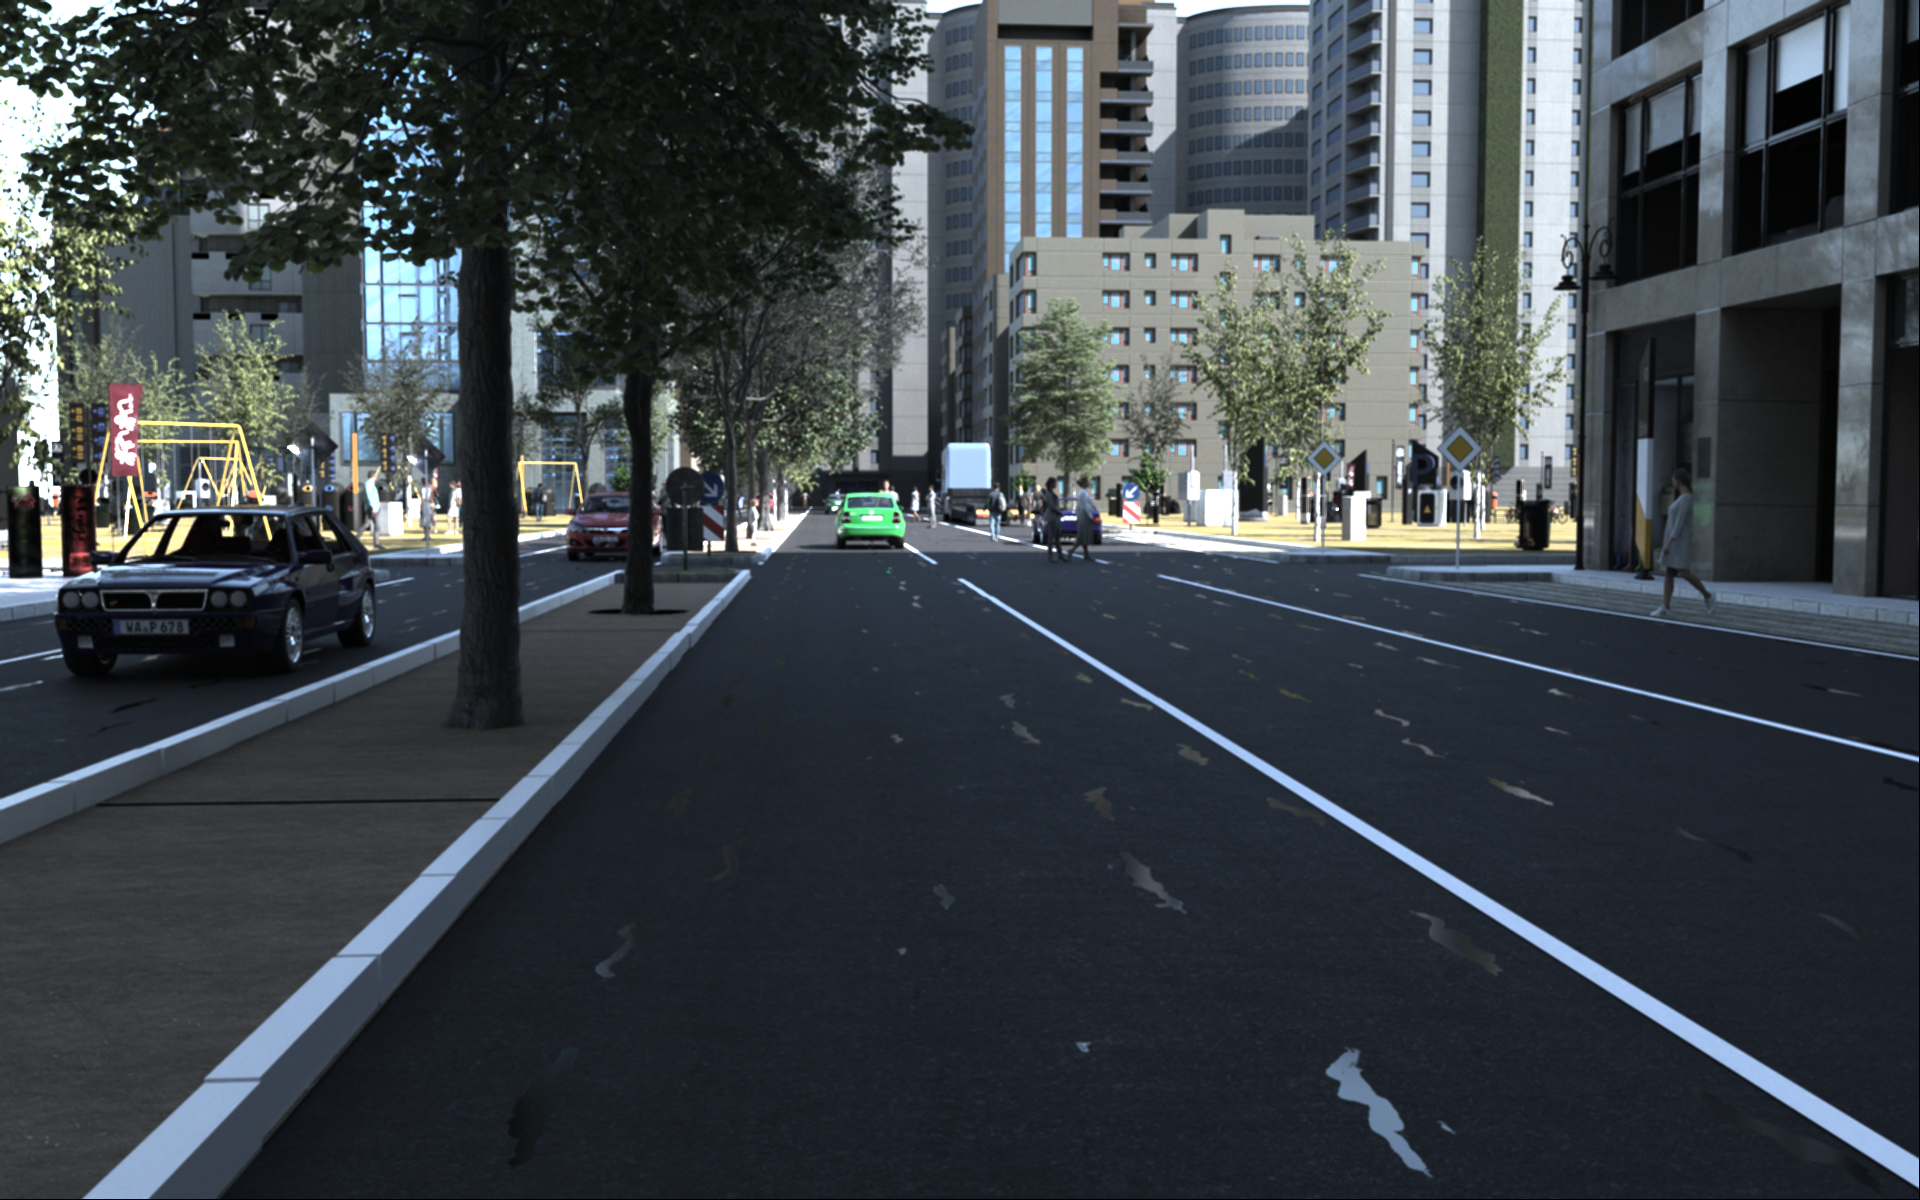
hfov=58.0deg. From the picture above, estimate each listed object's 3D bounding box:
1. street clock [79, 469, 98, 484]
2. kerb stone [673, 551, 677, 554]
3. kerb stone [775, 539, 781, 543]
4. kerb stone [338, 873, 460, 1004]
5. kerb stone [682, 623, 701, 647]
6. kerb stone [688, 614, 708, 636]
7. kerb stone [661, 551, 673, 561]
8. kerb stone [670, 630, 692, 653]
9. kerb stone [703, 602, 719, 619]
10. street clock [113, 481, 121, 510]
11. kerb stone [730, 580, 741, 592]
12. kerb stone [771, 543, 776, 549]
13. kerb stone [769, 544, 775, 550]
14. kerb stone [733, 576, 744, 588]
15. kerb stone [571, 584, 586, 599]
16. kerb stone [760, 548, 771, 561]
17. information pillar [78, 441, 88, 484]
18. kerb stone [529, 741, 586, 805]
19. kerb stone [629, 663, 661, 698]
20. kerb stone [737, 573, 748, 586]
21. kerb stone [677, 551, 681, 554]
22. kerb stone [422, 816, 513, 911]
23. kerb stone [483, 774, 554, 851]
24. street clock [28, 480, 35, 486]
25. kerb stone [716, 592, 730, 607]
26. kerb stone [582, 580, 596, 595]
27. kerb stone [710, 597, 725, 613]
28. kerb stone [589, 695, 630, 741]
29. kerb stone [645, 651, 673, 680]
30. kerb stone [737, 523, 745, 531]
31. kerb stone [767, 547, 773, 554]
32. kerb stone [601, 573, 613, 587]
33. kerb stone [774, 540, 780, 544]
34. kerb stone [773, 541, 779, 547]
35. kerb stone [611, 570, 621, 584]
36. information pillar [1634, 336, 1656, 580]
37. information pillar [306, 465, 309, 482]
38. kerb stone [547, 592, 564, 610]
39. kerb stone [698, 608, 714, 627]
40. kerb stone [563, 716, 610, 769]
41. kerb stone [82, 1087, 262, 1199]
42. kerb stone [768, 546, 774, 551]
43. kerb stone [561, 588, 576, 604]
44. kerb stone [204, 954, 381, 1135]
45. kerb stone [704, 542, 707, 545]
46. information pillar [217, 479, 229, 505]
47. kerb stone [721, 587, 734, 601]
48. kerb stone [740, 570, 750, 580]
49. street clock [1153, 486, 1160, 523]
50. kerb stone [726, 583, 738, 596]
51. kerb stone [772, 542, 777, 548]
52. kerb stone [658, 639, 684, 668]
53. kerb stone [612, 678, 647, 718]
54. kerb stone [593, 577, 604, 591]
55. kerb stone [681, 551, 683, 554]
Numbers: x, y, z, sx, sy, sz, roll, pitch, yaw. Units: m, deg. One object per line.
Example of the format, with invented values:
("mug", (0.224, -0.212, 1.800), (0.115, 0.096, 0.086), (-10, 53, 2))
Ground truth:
("street clock", (-24.745, -2.730, 49.209), (0.471, 2.002, 0.358), (-2, 4, -32))
("kerb stone", (-6.432, -0.992, 38.410), (0.120, 0.150, 1.000), (0, 4, -4))
("kerb stone", (-4.982, -1.500, 46.755), (0.120, 0.150, 1.000), (0, 4, -4))
("kerb stone", (-1.714, 1.032, 5.324), (0.120, 0.150, 1.000), (0, 4, -4))
("kerb stone", (-2.595, 0.352, 16.570), (0.120, 0.150, 1.000), (0, 4, -4))
("kerb stone", (-2.683, 0.282, 17.593), (0.120, 0.150, 1.000), (0, 4, -4))
("kerb stone", (-6.355, -0.922, 37.391), (0.120, 0.150, 1.000), (0, 4, -4))
("kerb stone", (-2.532, 0.407, 15.541), (0.120, 0.150, 1.000), (0, 4, -4))
("kerb stone", (-2.851, 0.161, 19.634), (0.120, 0.150, 1.000), (0, 4, -4))
("street clock", (-46.769, -5.593, 96.015), (0.471, 2.002, 0.358), (0, 4, -2))
("kerb stone", (-3.250, -0.151, 24.744), (0.120, 0.150, 1.000), (0, 4, -4))
("kerb stone", (-4.669, -1.252, 42.666), (0.120, 0.150, 1.000), (0, 4, -4))
("kerb stone", (-4.581, -1.189, 41.642), (0.120, 0.150, 1.000), (0, 4, -4))
("kerb stone", (-3.328, -0.218, 25.763), (0.120, 0.150, 1.000), (0, 4, -4))
("kerb stone", (-5.263, -0.085, 23.592), (0.120, 0.150, 1.000), (0, 4, -4))
("kerb stone", (-4.340, -1.001, 38.574), (0.120, 0.150, 1.000), (0, 4, -4))
("information pillar", (-33.682, -4.600, 66.558), (0.504, 3.616, 0.183), (2, 4, 26))
("kerb stone", (-1.954, 0.844, 8.390), (0.120, 0.150, 1.000), (0, 4, -4))
("kerb stone", (-2.279, 0.595, 12.470), (0.120, 0.150, 1.000), (0, 4, -4))
("kerb stone", (-3.408, -0.280, 26.782), (0.120, 0.150, 1.000), (0, 4, -4))
("kerb stone", (-6.514, -1.054, 39.433), (0.120, 0.150, 1.000), (0, 4, -4))
("kerb stone", (-1.800, 0.970, 6.343), (0.120, 0.150, 1.000), (0, 4, -4))
("kerb stone", (-1.876, 0.907, 7.362), (0.120, 0.150, 1.000), (0, 4, -4))
("street clock", (-47.092, -5.097, 87.908), (0.358, 2.002, 0.471), (-3, 4, -37))
("kerb stone", (-3.000, 0.032, 21.679), (0.120, 0.150, 1.000), (0, 4, -4))
("kerb stone", (-5.340, -0.148, 24.620), (0.120, 0.150, 1.000), (0, 4, -4))
("kerb stone", (-2.929, 0.103, 20.660), (0.120, 0.150, 1.000), (0, 4, -4))
("kerb stone", (-2.119, 0.720, 10.431), (0.120, 0.150, 1.000), (0, 4, -4))
("kerb stone", (-2.366, 0.534, 13.504), (0.120, 0.150, 1.000), (0, 4, -4))
("kerb stone", (-9.007, -2.991, 71.102), (0.120, 0.150, 1.000), (0, 4, -4))
("kerb stone", (-4.417, -1.061, 39.599), (0.120, 0.150, 1.000), (0, 4, -4))
("kerb stone", (-5.510, -0.273, 26.658), (0.120, 0.150, 1.000), (0, 4, -4))
("kerb stone", (-4.902, -1.440, 45.736), (0.120, 0.150, 1.000), (0, 4, -4))
("kerb stone", (-4.824, -1.377, 44.716), (0.120, 0.150, 1.000), (0, 4, -4))
("kerb stone", (-5.580, -0.335, 27.677), (0.120, 0.150, 1.000), (0, 4, -4))
("information pillar", (10.277, -2.117, 25.968), (0.183, 3.616, 0.504), (0, 4, 4))
("information pillar", (-40.622, -7.124, 107.827), (0.183, 3.616, 0.504), (-2, 4, -27))
("kerb stone", (-5.100, 0.039, 21.551), (0.120, 0.150, 1.000), (0, 4, -4))
("kerb stone", (-2.759, 0.221, 18.616), (0.120, 0.150, 1.000), (0, 4, -4))
("kerb stone", (-2.037, 0.782, 9.412), (0.120, 0.150, 1.000), (0, 4, -4))
("kerb stone", (-1.547, 1.157, 3.283), (0.120, 0.150, 1.000), (0, 4, -4))
("kerb stone", (-4.498, -1.126, 40.621), (0.120, 0.150, 1.000), (0, 4, -4))
("kerb stone", (-5.176, -0.023, 22.570), (0.120, 0.150, 1.000), (0, 4, -4))
("kerb stone", (-1.638, 1.094, 4.305), (0.120, 0.150, 1.000), (0, 4, -4))
("kerb stone", (-7.478, -1.804, 51.685), (0.120, 0.150, 1.000), (0, 4, -4))
("information pillar", (-37.048, -5.060, 87.229), (0.304, 2.012, 0.304), (3, 4, 39))
("kerb stone", (-3.082, -0.031, 22.698), (0.120, 0.150, 1.000), (0, 4, -4))
("kerb stone", (-3.488, -0.343, 27.801), (0.120, 0.150, 1.000), (0, 4, -4))
("street clock", (8.574, -4.351, 75.703), (0.358, 2.002, 0.471), (2, 4, 32))
("kerb stone", (-3.167, -0.093, 23.717), (0.120, 0.150, 1.000), (0, 4, -4))
("kerb stone", (-4.741, -1.307, 43.686), (0.120, 0.150, 1.000), (0, 4, -4))
("kerb stone", (-2.441, 0.469, 14.523), (0.120, 0.150, 1.000), (0, 4, -4))
("kerb stone", (-2.199, 0.659, 11.451), (0.120, 0.150, 1.000), (0, 4, -4))
("kerb stone", (-5.426, -0.208, 25.639), (0.120, 0.150, 1.000), (0, 4, -4))
("kerb stone", (-6.597, -1.117, 40.459), (0.120, 0.150, 1.000), (0, 4, -4))
